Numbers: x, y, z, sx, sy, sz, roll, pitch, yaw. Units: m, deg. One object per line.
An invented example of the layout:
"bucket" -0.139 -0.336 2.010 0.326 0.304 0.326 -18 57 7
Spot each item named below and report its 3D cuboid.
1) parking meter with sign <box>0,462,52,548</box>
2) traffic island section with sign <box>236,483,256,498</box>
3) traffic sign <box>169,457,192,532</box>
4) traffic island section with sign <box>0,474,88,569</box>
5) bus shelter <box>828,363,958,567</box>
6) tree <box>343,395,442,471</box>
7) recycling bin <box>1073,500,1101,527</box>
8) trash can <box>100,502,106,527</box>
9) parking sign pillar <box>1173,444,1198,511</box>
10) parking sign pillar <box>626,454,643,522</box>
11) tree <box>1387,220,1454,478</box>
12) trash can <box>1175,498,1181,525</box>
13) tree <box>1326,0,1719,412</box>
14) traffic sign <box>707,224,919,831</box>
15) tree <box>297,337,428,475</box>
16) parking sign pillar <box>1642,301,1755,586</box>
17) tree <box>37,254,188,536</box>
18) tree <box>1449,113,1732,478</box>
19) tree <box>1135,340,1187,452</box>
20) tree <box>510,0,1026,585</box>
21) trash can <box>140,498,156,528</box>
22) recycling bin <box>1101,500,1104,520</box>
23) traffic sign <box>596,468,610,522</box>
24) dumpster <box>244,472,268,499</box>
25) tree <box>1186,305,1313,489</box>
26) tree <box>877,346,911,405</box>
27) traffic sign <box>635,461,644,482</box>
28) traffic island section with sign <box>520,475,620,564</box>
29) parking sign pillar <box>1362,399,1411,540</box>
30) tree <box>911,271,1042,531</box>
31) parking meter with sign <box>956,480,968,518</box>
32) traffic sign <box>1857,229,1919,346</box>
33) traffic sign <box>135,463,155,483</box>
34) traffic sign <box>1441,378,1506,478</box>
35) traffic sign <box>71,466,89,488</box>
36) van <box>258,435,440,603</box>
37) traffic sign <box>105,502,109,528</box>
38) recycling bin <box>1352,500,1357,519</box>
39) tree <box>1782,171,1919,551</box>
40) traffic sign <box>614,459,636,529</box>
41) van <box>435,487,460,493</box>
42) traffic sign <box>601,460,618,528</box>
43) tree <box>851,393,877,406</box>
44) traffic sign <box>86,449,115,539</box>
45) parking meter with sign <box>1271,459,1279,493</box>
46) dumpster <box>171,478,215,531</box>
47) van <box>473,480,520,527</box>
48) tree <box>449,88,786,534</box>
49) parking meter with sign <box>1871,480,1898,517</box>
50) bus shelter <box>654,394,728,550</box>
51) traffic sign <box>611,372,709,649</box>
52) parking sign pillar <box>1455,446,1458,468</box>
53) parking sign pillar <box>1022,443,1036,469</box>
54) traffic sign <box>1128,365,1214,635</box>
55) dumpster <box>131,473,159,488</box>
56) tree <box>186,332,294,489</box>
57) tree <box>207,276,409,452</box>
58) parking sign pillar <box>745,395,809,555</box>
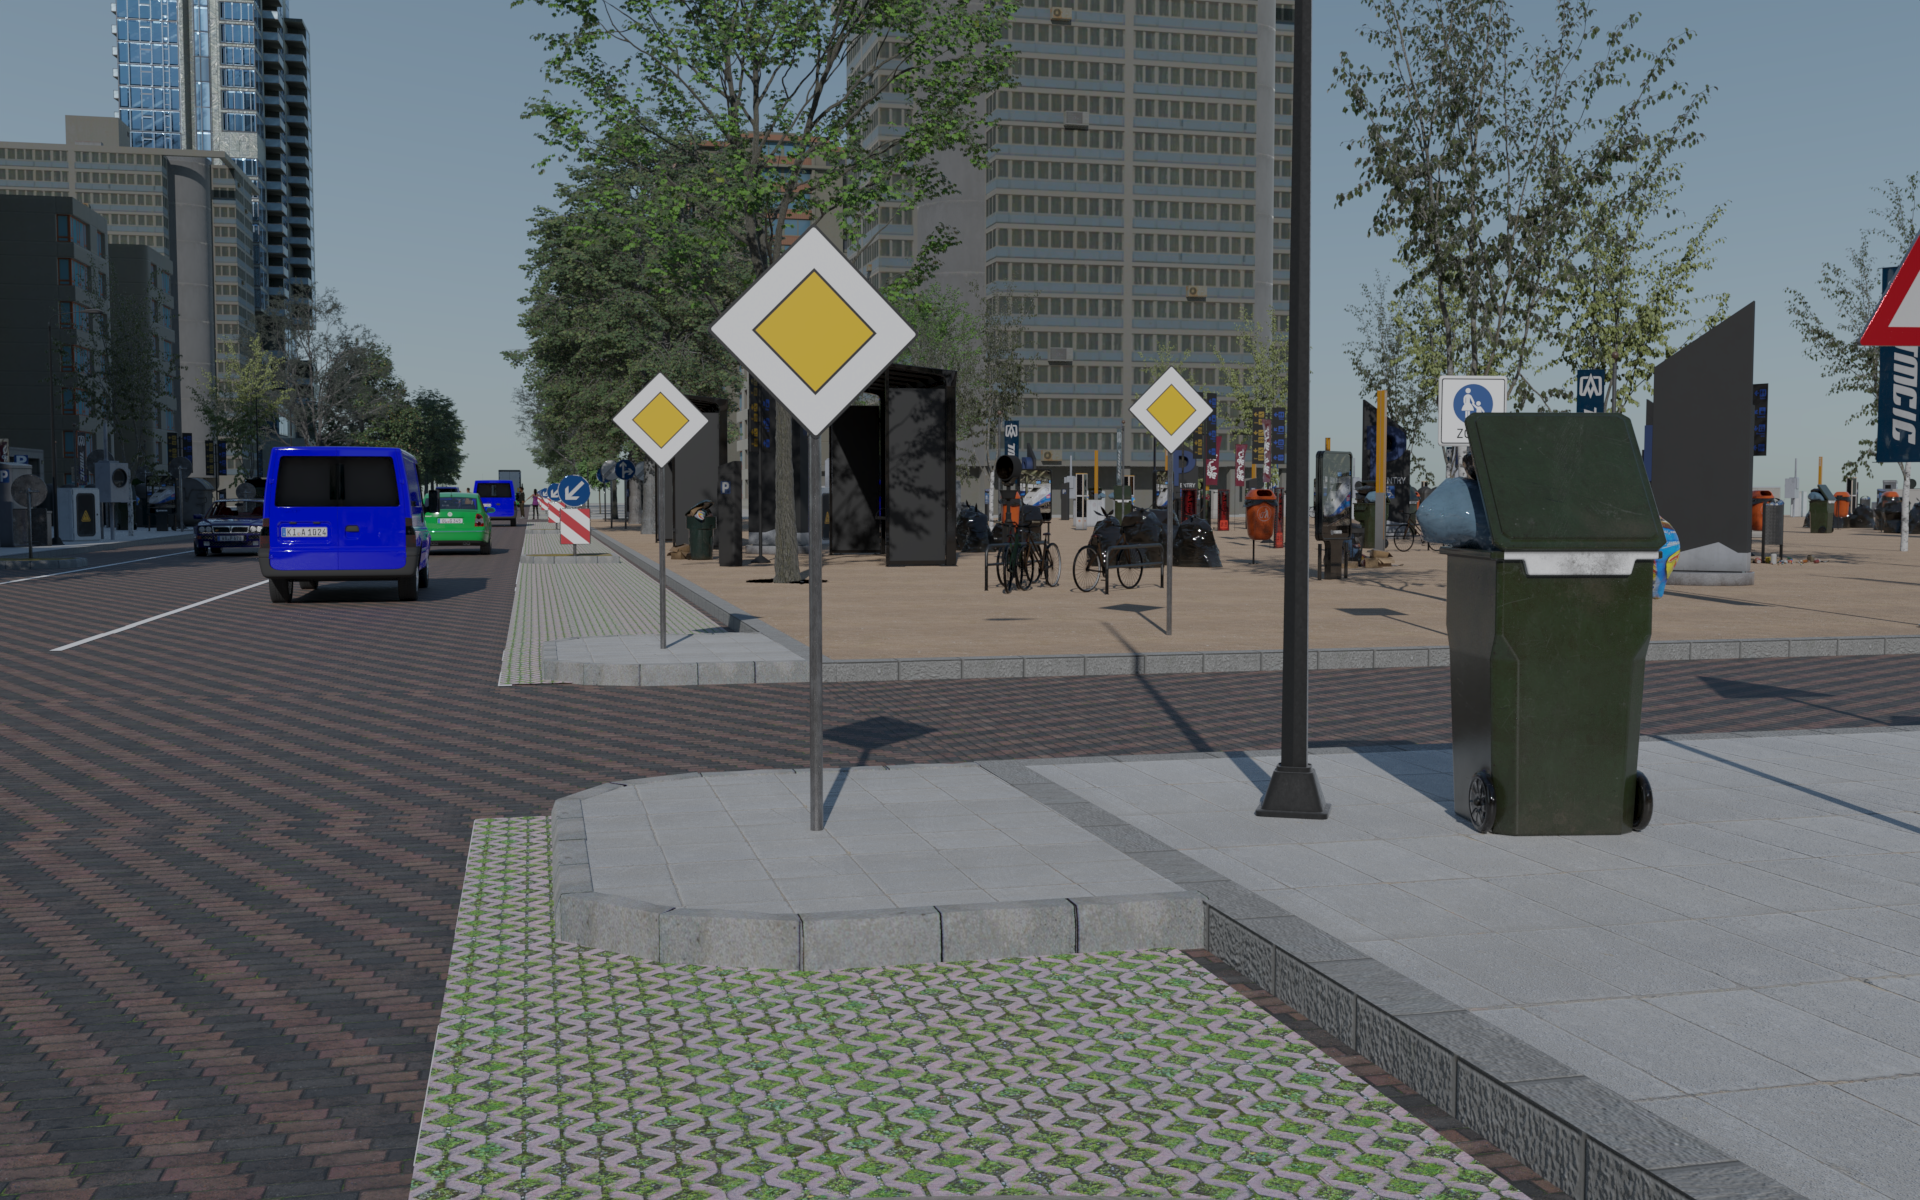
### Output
"parking meter with sign" -22.756 -2.783 41.765 0.543 3.016 1.738 1 4 16
"traffic island section with sign" -24.753 -3.144 60.035 1.989 1.847 2.006 -1 4 -14
"traffic sign" -26.476 -3.594 58.865 0.768 2.556 0.104 0 4 -5
"traffic island section with sign" -18.281 -1.544 33.865 1.989 1.847 2.006 -1 4 -14
"bus shelter" -1.539 -2.581 33.478 1.731 3.624 6.357 -1 4 -14
"tree" -51.529 -13.664 157.814 7.601 10.594 8.767 1 4 13
"recycling bin" 4.931 -3.397 68.087 0.722 1.027 0.722 -2 4 -28
"trash can" -33.559 -3.409 67.393 0.748 1.137 0.748 0 3 0
"parking sign pillar" 9.885 -5.404 76.831 1.447 3.967 1.447 -1 4 -9
"parking sign pillar" -14.844 -5.630 80.530 1.447 3.967 1.447 -2 4 -28
"tree" 12.522 -5.710 43.714 4.737 8.622 4.395 0 3 0
"trash can" 7.600 -2.889 58.881 0.748 1.137 0.748 0 3 0
"tree" 5.930 -4.241 19.704 4.360 8.622 3.978 0 3 0
"traffic sign" -0.550 -0.178 6.550 0.795 2.450 0.064 -1 4 -14
"tree" -43.188 -12.727 125.100 9.611 12.733 9.660 0 3 0
"parking sign pillar" 10.589 -2.215 24.695 1.447 3.967 1.447 2 4 31
"tree" -25.524 -6.265 52.795 4.360 8.622 3.978 0 3 0
"tree" 13.027 -5.153 34.620 4.737 8.622 4.395 0 3 0
"tree" 10.206 -8.082 82.499 4.737 8.622 4.395 0 3 0
"tree" -2.652 -6.055 24.752 9.928 11.665 9.643 0 3 0
"trash can" -30.748 -3.313 65.818 0.748 1.137 0.748 0 3 0
"recycling bin" 5.792 -3.754 73.935 0.722 1.027 0.722 0 4 3
"traffic sign" -16.523 -4.925 80.624 0.768 2.556 0.104 -1 4 -11
"dumpster" -25.574 -3.636 64.401 1.985 2.255 1.502 -1 4 -16
"tree" 11.721 -7.109 66.589 4.737 8.622 4.395 0 3 0
"tree" -0.830 -7.301 69.741 4.360 8.622 3.978 0 3 0
"traffic sign" -12.300 -4.118 67.437 0.768 2.556 0.104 -1 4 -10
"traffic island section with sign" -8.195 -1.690 36.266 1.989 1.847 2.006 -1 4 -14
"parking sign pillar" 12.144 -3.725 49.371 1.447 3.967 1.447 -1 4 -10
"tree" 0.954 -6.556 57.556 4.360 8.622 3.978 0 3 0
"parking meter with sign" -0.293 -5.863 92.123 0.543 3.016 1.738 3 5 43
"traffic sign" 3.651 -0.386 6.320 0.884 2.594 0.081 0 4 -7
"traffic sign" -33.259 -4.321 70.747 0.768 2.556 0.104 -1 4 -12
"traffic sign" 4.436 -0.792 15.082 0.606 2.300 0.079 0 4 -6
"traffic sign" -31.957 -3.720 62.953 0.606 2.300 0.079 0 4 -7
"van" -8.605 -1.236 24.593 2.240 2.365 5.245 -1 4 -15
"traffic sign" -32.385 -4.012 65.705 0.768 2.556 0.104 -1 4 -9
"recycling bin" 16.310 -3.608 71.542 0.722 1.027 0.722 -1 4 -10
"tree" 21.083 -5.411 38.838 4.360 8.622 3.978 0 3 0
"traffic sign" -12.267 -3.877 63.495 0.768 2.556 0.104 0 4 -6
"van" -41.193 -8.240 139.116 2.240 2.365 5.245 -1 4 -13
"traffic sign" -13.087 -3.969 65.000 0.768 2.556 0.104 -1 4 -12
"tree" -4.341 -7.712 76.445 4.360 8.622 3.978 0 3 0
"traffic sign" -24.422 -3.005 49.243 0.768 2.556 0.104 -1 4 -11
"parking meter with sign" 15.818 -5.559 87.146 0.543 3.016 1.738 1 4 18
"dumpster" -27.208 -3.400 61.355 1.264 1.857 1.865 -1 4 -14
"van" -20.813 -4.466 77.410 2.240 2.365 5.245 -1 4 -15
"tree" -10.018 -9.087 55.234 9.857 13.997 8.962 0 3 0
"parking meter with sign" 50.887 -6.025 94.770 1.738 3.016 0.543 3 4 38
"bus shelter" -6.800 -3.137 42.574 1.731 3.624 6.357 -1 4 -14
"traffic sign" -2.464 -0.652 14.303 0.795 2.450 0.064 -1 4 -14
"parking sign pillar" 21.678 -5.222 73.844 1.447 3.967 1.447 -1 4 -9
"parking sign pillar" 3.614 -6.244 90.565 1.447 3.967 1.447 -1 4 -13
"traffic sign" 1.896 -0.885 15.655 0.795 2.450 0.064 -1 4 -9
"dumpster" -34.579 -4.344 73.521 1.502 2.255 1.985 -1 4 -14
"tree" -32.308 -7.813 78.112 4.737 8.622 4.395 0 3 0
"tree" -36.376 -11.432 97.281 12.009 13.543 11.850 0 3 0
"parking sign pillar" -3.900 -2.983 37.241 1.447 3.967 1.447 2 4 25
